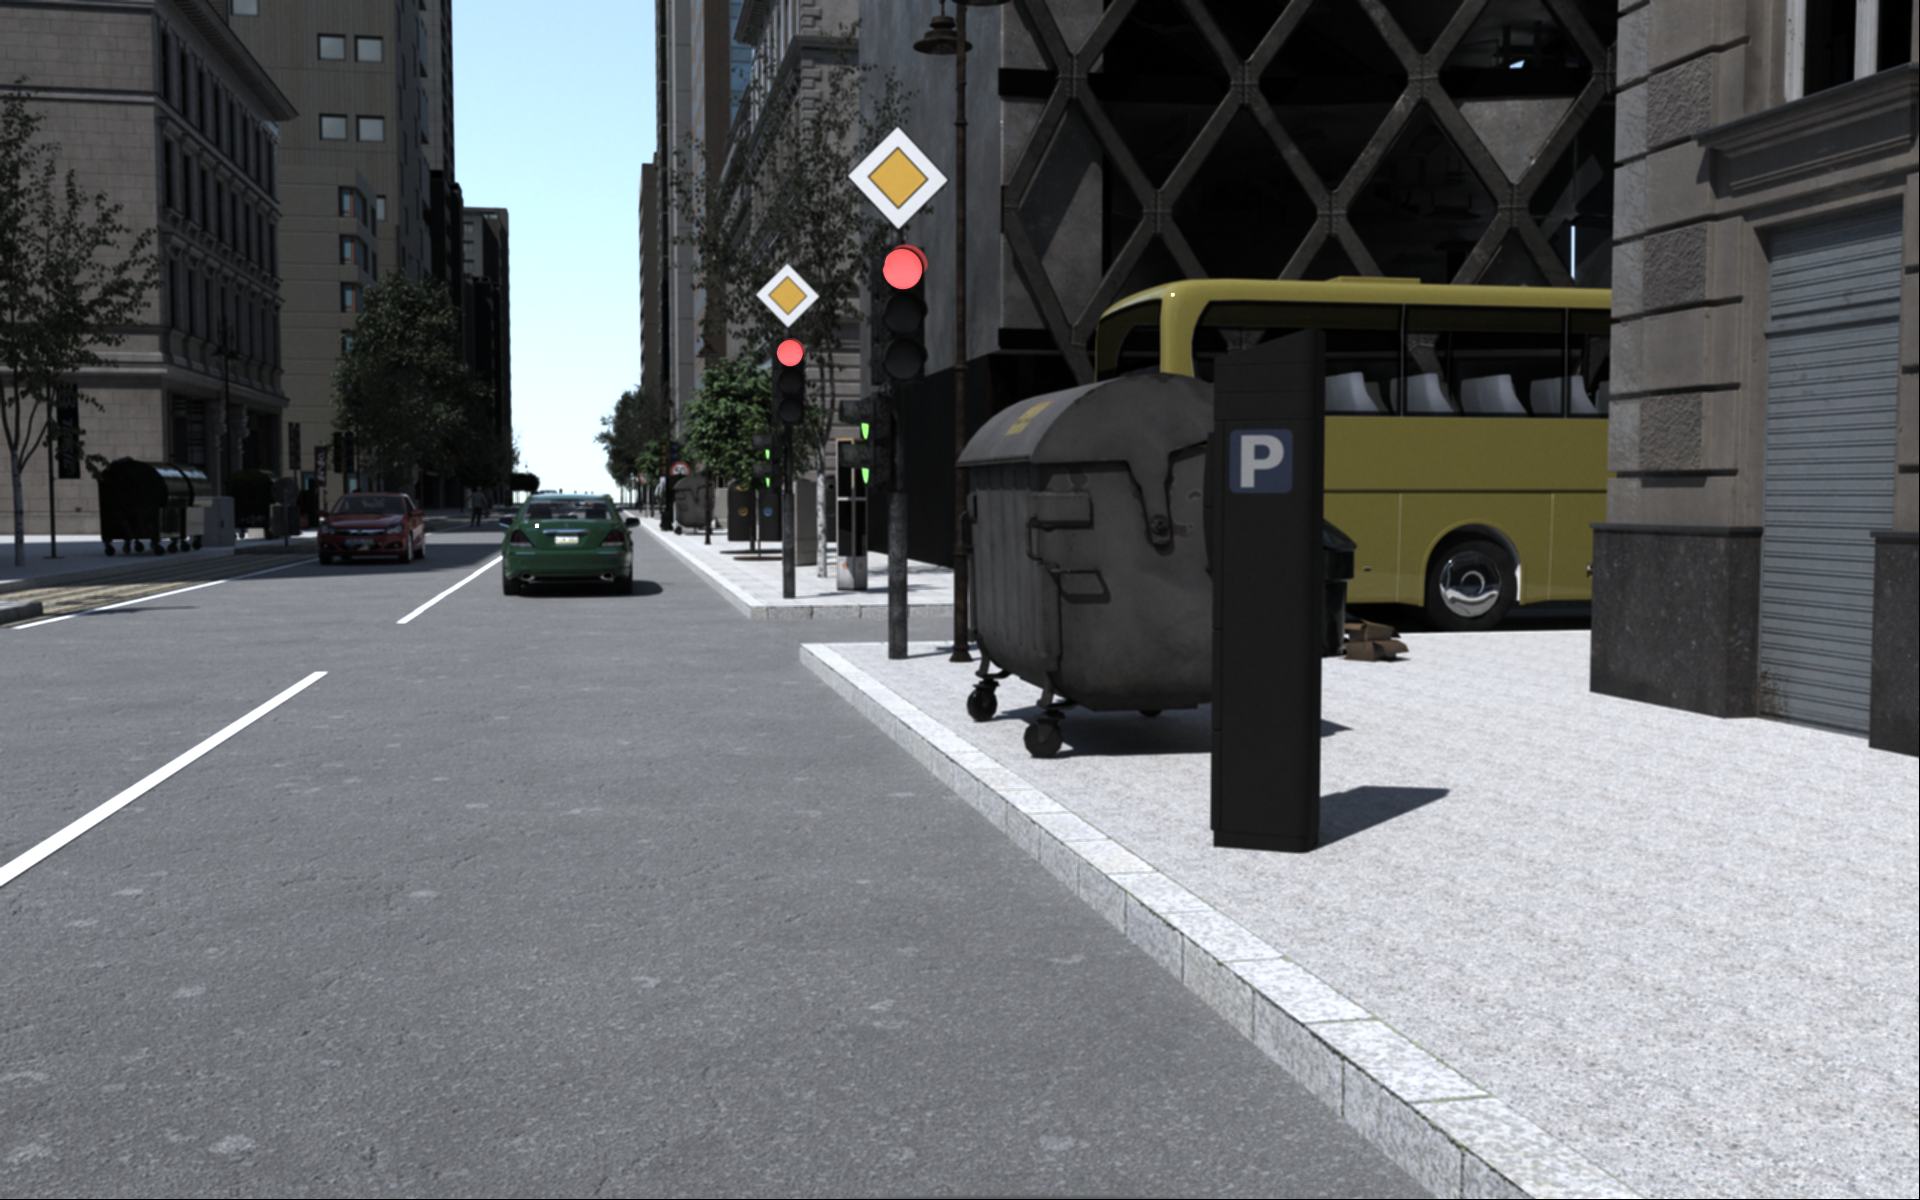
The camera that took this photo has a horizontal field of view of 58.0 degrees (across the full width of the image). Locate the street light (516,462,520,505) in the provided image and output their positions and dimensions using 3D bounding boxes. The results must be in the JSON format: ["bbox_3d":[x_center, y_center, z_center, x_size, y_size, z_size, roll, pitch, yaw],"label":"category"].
[{"bbox_3d":[-51.391,-13.985,201.442,0.468,5.910,1.993,-1,4,-12],"label":"street light"}]

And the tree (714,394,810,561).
[{"bbox_3d":[-4.035,-2.395,33.757,1.663,3.219,1.824,0,3,0],"label":"tree"}]

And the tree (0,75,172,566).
[{"bbox_3d":[-16.605,-4.912,30.668,4.737,8.622,4.395,0,3,0],"label":"tree"}]

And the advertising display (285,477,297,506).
[{"bbox_3d":[-25.712,-3.754,66.589,0.123,1.923,0.974,0,4,1],"label":"advertising display"}]

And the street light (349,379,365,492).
[{"bbox_3d":[-24.215,-5.924,69.650,0.468,5.910,1.993,-1,4,-12],"label":"street light"}]

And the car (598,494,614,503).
[{"bbox_3d":[-32.296,-8.985,156.694,2.009,1.686,4.222,-1,4,-14],"label":"car"}]

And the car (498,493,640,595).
[{"bbox_3d":[-5.882,-0.874,26.082,2.131,1.459,4.920,-1,4,-12],"label":"car"}]

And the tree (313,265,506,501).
[{"bbox_3d":[-27.700,-10.401,87.064,9.611,12.733,9.660,0,3,0],"label":"tree"}]

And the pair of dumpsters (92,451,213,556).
[{"bbox_3d":[-17.551,-2.155,37.730,1.574,2.255,4.437,-1,4,-12],"label":"pair of dumpsters"}]

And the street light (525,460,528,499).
[{"bbox_3d":[-56.874,-15.563,227.242,0.468,5.910,1.993,-1,4,-12],"label":"street light"}]

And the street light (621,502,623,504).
[{"bbox_3d":[-38.548,-13.881,199.735,0.468,5.910,1.993,-1,4,-12],"label":"street light"}]

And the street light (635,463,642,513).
[{"bbox_3d":[-22.027,-8.964,119.350,0.468,5.910,1.993,-1,4,-12],"label":"street light"}]

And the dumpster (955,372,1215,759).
[{"bbox_3d":[0.765,-0.206,9.131,1.264,1.857,1.865,-1,4,-12],"label":"dumpster"}]

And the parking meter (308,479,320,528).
[{"bbox_3d":[-24.585,-3.681,65.901,0.255,1.863,0.399,1,4,11],"label":"parking meter"}]

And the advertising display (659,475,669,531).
[{"bbox_3d":[-10.234,-3.347,59.945,0.123,1.923,0.974,-1,4,-22],"label":"advertising display"}]

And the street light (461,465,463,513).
[{"bbox_3d":[-34.298,-8.948,119.081,0.468,5.910,1.993,-1,4,-12],"label":"street light"}]

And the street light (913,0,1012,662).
[{"bbox_3d":[0.008,-2.466,13.107,0.468,5.910,1.993,-1,4,-12],"label":"street light"}]

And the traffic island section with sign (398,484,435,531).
[{"bbox_3d":[-21.753,-3.642,68.180,1.989,1.847,2.006,-1,4,-12],"label":"traffic island section with sign"}]

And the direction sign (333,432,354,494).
[{"bbox_3d":[-22.597,-4.377,63.569,0.876,3.537,0.379,1,4,20],"label":"direction sign"}]

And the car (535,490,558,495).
[{"bbox_3d":[-36.931,-8.970,155.334,2.281,1.827,5.304,-1,4,-13],"label":"car"}]

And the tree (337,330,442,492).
[{"bbox_3d":[-26.016,-7.838,78.513,4.737,8.622,4.395,0,3,0],"label":"tree"}]

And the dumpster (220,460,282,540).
[{"bbox_3d":[-19.835,-2.827,48.709,1.502,2.255,1.985,-1,4,-12],"label":"dumpster"}]

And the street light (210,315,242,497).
[{"bbox_3d":[-18.942,-4.406,44.829,0.468,5.910,1.993,-1,4,-12],"label":"street light"}]

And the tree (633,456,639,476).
[{"bbox_3d":[-15.236,-6.502,90.027,4.285,4.588,4.351,0,3,0],"label":"tree"}]

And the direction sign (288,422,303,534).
[{"bbox_3d":[-21.129,-3.857,55.057,0.379,3.537,0.876,0,3,0],"label":"direction sign"}]

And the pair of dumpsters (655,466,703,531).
[{"bbox_3d":[-10.185,-3.689,62.815,1.574,2.255,4.437,-1,4,-12],"label":"pair of dumpsters"}]

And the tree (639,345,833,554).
[{"bbox_3d":[-4.483,-3.291,37.514,4.285,4.588,4.351,0,3,0],"label":"tree"}]

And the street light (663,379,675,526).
[{"bbox_3d":[-11.657,-5.916,69.522,0.468,5.910,1.993,-1,4,-12],"label":"street light"}]

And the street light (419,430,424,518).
[{"bbox_3d":[-29.224,-7.414,94.014,0.468,5.910,1.993,-1,4,-12],"label":"street light"}]

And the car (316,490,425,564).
[{"bbox_3d":[-12.463,-1.698,36.799,2.155,1.783,4.494,-1,4,-11],"label":"car"}]

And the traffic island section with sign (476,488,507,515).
[{"bbox_3d":[-31.911,-6.645,117.271,1.989,1.847,2.006,-1,4,-12],"label":"traffic island section with sign"}]

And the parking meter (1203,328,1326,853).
[{"bbox_3d":[1.103,-0.036,6.301,0.399,1.863,0.255,1,4,23],"label":"parking meter"}]

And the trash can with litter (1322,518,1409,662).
[{"bbox_3d":[3.037,-0.139,13.652,1.055,1.170,0.624,3,5,45],"label":"trash can with litter"}]

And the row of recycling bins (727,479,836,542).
[{"bbox_3d":[-4.681,-2.431,46.853,3.534,1.692,1.069,1,4,20],"label":"row of recycling bins"}]

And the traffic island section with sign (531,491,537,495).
[{"bbox_3d":[-48.576,-11.567,197.741,1.989,1.847,2.006,-1,4,-12],"label":"traffic island section with sign"}]

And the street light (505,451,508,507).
[{"bbox_3d":[-46.230,-12.450,176.340,0.468,5.910,1.993,-1,4,-12],"label":"street light"}]

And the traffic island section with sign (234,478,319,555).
[{"bbox_3d":[-16.282,-2.028,41.784,1.989,1.847,2.006,-1,4,-12],"label":"traffic island section with sign"}]

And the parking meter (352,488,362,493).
[{"bbox_3d":[-25.090,-3.894,72.075,0.372,1.533,0.369,0,3,0],"label":"parking meter"}]

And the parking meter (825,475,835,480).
[{"bbox_3d":[-3.986,-2.853,52.356,0.255,1.863,0.399,2,4,35],"label":"parking meter"}]

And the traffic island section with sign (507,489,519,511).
[{"bbox_3d":[-37.371,-8.259,143.669,1.989,1.847,2.006,-1,4,-12],"label":"traffic island section with sign"}]

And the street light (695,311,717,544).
[{"bbox_3d":[-6.427,-4.353,43.960,0.468,5.910,1.993,-1,4,-12],"label":"street light"}]

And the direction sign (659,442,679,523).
[{"bbox_3d":[-12.752,-5.132,75.908,0.876,3.537,0.379,-2,4,-25],"label":"direction sign"}]

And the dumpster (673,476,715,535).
[{"bbox_3d":[-8.402,-2.997,54.767,1.264,1.857,1.865,-1,4,-12],"label":"dumpster"}]

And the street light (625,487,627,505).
[{"bbox_3d":[-32.226,-12.011,169.166,0.468,5.910,1.993,-1,4,-12],"label":"street light"}]

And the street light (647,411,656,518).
[{"bbox_3d":[-16.836,-7.446,94.538,0.468,5.910,1.993,-1,4,-12],"label":"street light"}]

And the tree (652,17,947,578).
[{"bbox_3d":[-2.365,-4.650,26.390,4.360,8.622,3.978,0,3,0],"label":"tree"}]
